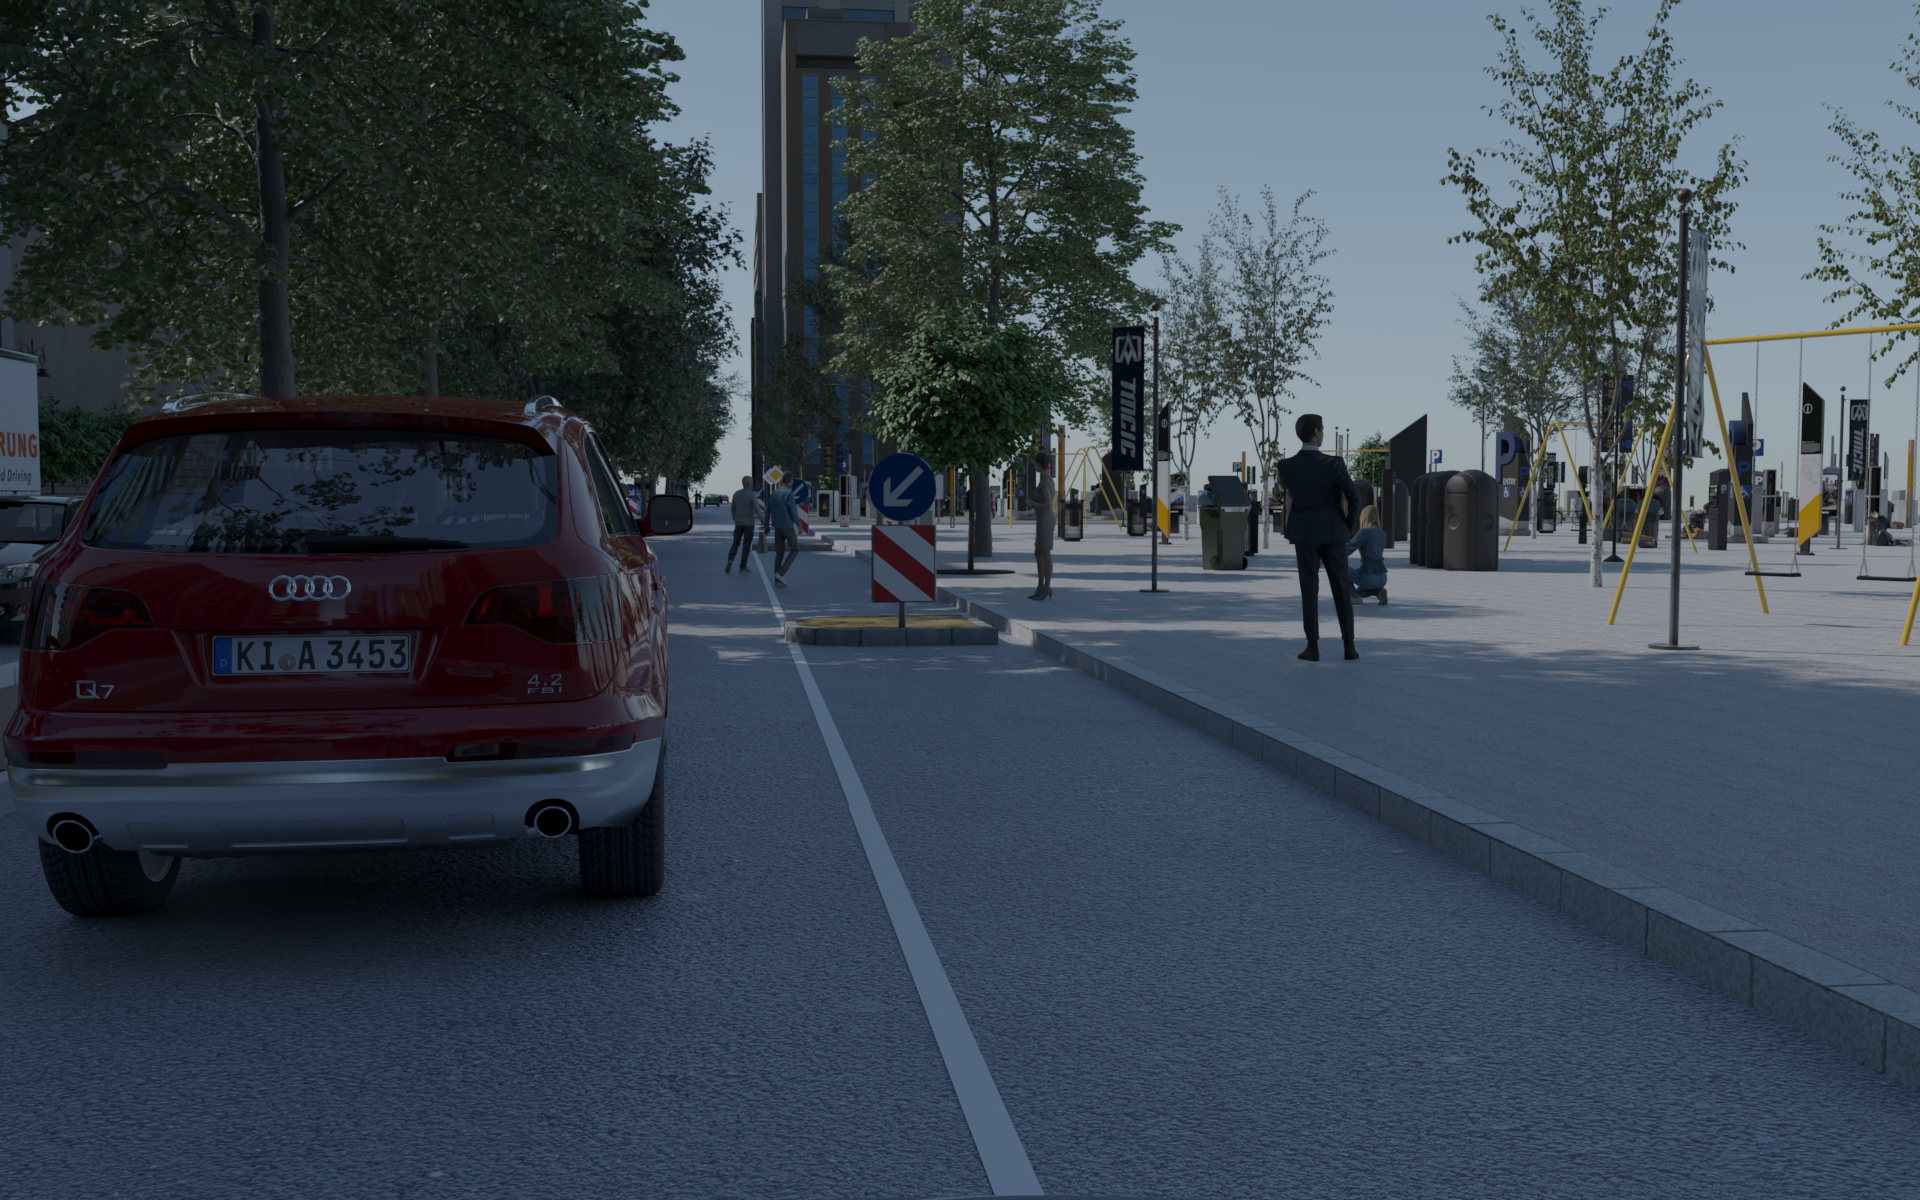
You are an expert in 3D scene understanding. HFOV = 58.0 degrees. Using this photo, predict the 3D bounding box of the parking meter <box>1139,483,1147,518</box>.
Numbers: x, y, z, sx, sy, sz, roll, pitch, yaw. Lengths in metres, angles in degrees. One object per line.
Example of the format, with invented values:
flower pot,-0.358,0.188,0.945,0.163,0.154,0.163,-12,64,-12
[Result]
parking meter,9.871,-5.373,93.554,0.399,1.863,0.255,-1,4,-8

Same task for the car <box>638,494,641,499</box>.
car,-38.198,-11.985,204.751,1.959,1.807,4.718,-1,4,-9

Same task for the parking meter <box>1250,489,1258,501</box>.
parking meter,14.352,-4.662,84.637,0.372,1.533,0.369,0,3,0

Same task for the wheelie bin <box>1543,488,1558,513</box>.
wheelie bin,29.667,-4.862,87.403,0.980,1.594,0.693,1,4,14

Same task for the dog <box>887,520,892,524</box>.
dog,-2.314,-2.448,57.765,0.550,0.427,0.748,0,4,-4

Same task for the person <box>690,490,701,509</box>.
person,-24.610,-9.356,161.607,0.705,1.807,1.348,2,4,34

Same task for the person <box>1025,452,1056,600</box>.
person,0.972,-0.888,20.909,0.374,1.781,0.599,0,4,6

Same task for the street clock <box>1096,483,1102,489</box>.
street clock,8.702,-6.328,108.026,0.471,2.002,0.358,0,4,6

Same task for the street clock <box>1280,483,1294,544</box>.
street clock,8.490,-2.418,44.106,0.471,2.002,0.358,0,4,4

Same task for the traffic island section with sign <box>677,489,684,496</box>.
traffic island section with sign,-24.332,-8.713,150.592,2.006,1.907,1.989,0,4,-8

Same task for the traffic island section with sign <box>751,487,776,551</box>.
traffic island section with sign,-4.321,-2.179,44.249,1.989,1.847,2.006,0,4,-8

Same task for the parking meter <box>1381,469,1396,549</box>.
parking meter,10.043,-2.135,40.612,0.255,1.863,0.399,2,4,26

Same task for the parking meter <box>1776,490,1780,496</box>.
parking meter,51.283,-6.138,108.770,0.372,1.533,0.369,0,3,0

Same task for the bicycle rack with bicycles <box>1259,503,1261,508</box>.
bicycle rack with bicycles,23.416,-7.134,130.022,2.925,0.926,2.852,0,4,-5

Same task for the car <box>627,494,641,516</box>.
car,-22.150,-6.494,115.771,1.945,1.707,3.694,0,4,-7

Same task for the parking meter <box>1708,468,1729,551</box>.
parking meter,17.261,-2.062,39.431,0.399,1.863,0.255,-2,4,-27

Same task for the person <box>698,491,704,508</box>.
person,-26.144,-10.146,174.833,0.568,1.767,0.683,-1,4,-13

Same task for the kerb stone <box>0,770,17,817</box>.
kerb stone,-4.312,0.890,7.645,0.120,0.150,1.000,0,4,-8

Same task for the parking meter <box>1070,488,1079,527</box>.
parking meter,4.525,-3.678,68.551,0.372,1.533,0.369,0,3,0

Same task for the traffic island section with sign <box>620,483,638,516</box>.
traffic island section with sign,-14.448,-4.157,76.104,2.006,1.907,1.989,0,4,-8

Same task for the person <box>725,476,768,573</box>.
person,-3.861,-1.378,31.521,0.782,1.767,0.515,2,4,26

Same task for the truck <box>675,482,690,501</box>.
truck,-43.261,-17.055,268.614,2.967,4.110,18.799,0,4,-8

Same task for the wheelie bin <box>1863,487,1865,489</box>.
wheelie bin,35.541,-3.665,67.837,0.693,1.594,0.980,-3,4,-38

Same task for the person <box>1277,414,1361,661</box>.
person,2.785,-0.491,13.437,0.648,1.900,0.474,1,4,10

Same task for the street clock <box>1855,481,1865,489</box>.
street clock,32.053,-3.493,61.679,0.358,2.002,0.471,1,4,12

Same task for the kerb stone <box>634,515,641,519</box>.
kerb stone,-18.843,-4.841,101.401,0.120,0.150,1.000,0,4,-8

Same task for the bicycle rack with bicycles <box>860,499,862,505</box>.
bicycle rack with bicycles,-6.802,-7.445,135.111,2.852,0.926,2.925,0,4,4

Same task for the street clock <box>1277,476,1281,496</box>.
street clock,10.164,-3.036,54.201,0.471,2.002,0.358,-1,4,-18

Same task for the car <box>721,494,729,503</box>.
car,-39.716,-17.018,290.599,2.083,1.381,4.827,-1,4,-9

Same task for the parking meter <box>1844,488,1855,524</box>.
parking meter,37.879,-3.995,73.736,0.372,1.533,0.369,0,3,0

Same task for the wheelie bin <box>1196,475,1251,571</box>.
wheelie bin,4.423,-1.308,29.286,0.980,1.594,0.693,-2,4,-28

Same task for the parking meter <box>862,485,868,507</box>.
parking meter,-6.356,-6.747,116.021,0.255,1.863,0.399,3,4,38

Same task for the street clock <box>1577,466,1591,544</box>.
street clock,15.961,-2.432,44.334,0.358,2.002,0.471,2,4,29

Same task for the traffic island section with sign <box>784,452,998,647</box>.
traffic island section with sign,-0.750,-0.527,17.243,1.989,1.847,2.006,0,4,-8

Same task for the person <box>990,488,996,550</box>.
person,0.541,-2.030,40.066,0.563,1.720,0.643,0,4,1

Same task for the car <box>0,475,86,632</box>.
car,-9.721,-0.495,17.880,2.009,1.686,4.222,-1,4,-9

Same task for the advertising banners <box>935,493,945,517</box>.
advertising banners,-1.882,-6.068,95.396,2.074,3.025,0.090,0,4,0

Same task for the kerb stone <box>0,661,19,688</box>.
kerb stone,-7.185,0.537,13.435,0.120,0.150,1.000,0,4,-8

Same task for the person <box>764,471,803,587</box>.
person,-2.724,-1.085,26.587,0.601,1.785,0.444,3,5,43

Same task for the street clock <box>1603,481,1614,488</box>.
street clock,36.233,-5.658,97.073,0.471,2.002,0.358,-2,4,-28

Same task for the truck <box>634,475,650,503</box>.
truck,-40.267,-14.205,221.160,2.839,4.237,11.283,0,4,-8

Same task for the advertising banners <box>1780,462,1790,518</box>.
advertising banners,44.886,-6.000,94.281,0.090,3.025,2.074,3,4,38

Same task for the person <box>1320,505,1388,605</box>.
person,4.592,-0.527,20.151,1.012,1.151,0.738,-2,4,-27

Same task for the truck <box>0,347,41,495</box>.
truck,-18.868,-2.450,28.974,2.839,4.237,11.283,0,4,-8

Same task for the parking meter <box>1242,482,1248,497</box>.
parking meter,13.268,-4.589,80.744,0.255,1.863,0.399,1,4,20

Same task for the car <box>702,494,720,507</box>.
car,-27.804,-11.307,193.659,1.959,1.807,4.718,-1,4,-9

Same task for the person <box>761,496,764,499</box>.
person,-22.927,-11.820,202.484,0.799,1.438,0.628,-1,4,-10

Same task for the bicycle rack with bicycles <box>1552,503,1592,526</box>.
bicycle rack with bicycles,25.668,-3.467,70.060,2.852,0.926,2.925,-3,5,-43

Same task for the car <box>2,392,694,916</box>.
car,-2.303,0.069,7.545,2.281,1.827,5.304,-1,4,-9

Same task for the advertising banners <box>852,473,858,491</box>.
advertising banners,-7.960,-9.056,144.245,2.074,3.025,0.090,0,4,8

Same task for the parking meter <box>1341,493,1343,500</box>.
parking meter,9.440,-2.329,43.786,0.399,1.863,0.255,3,5,43

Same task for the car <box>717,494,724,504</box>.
car,-34.518,-14.418,245.526,2.009,1.686,4.222,0,4,-8

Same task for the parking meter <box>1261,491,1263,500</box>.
parking meter,21.966,-7.147,125.271,0.372,1.533,0.369,0,3,0
